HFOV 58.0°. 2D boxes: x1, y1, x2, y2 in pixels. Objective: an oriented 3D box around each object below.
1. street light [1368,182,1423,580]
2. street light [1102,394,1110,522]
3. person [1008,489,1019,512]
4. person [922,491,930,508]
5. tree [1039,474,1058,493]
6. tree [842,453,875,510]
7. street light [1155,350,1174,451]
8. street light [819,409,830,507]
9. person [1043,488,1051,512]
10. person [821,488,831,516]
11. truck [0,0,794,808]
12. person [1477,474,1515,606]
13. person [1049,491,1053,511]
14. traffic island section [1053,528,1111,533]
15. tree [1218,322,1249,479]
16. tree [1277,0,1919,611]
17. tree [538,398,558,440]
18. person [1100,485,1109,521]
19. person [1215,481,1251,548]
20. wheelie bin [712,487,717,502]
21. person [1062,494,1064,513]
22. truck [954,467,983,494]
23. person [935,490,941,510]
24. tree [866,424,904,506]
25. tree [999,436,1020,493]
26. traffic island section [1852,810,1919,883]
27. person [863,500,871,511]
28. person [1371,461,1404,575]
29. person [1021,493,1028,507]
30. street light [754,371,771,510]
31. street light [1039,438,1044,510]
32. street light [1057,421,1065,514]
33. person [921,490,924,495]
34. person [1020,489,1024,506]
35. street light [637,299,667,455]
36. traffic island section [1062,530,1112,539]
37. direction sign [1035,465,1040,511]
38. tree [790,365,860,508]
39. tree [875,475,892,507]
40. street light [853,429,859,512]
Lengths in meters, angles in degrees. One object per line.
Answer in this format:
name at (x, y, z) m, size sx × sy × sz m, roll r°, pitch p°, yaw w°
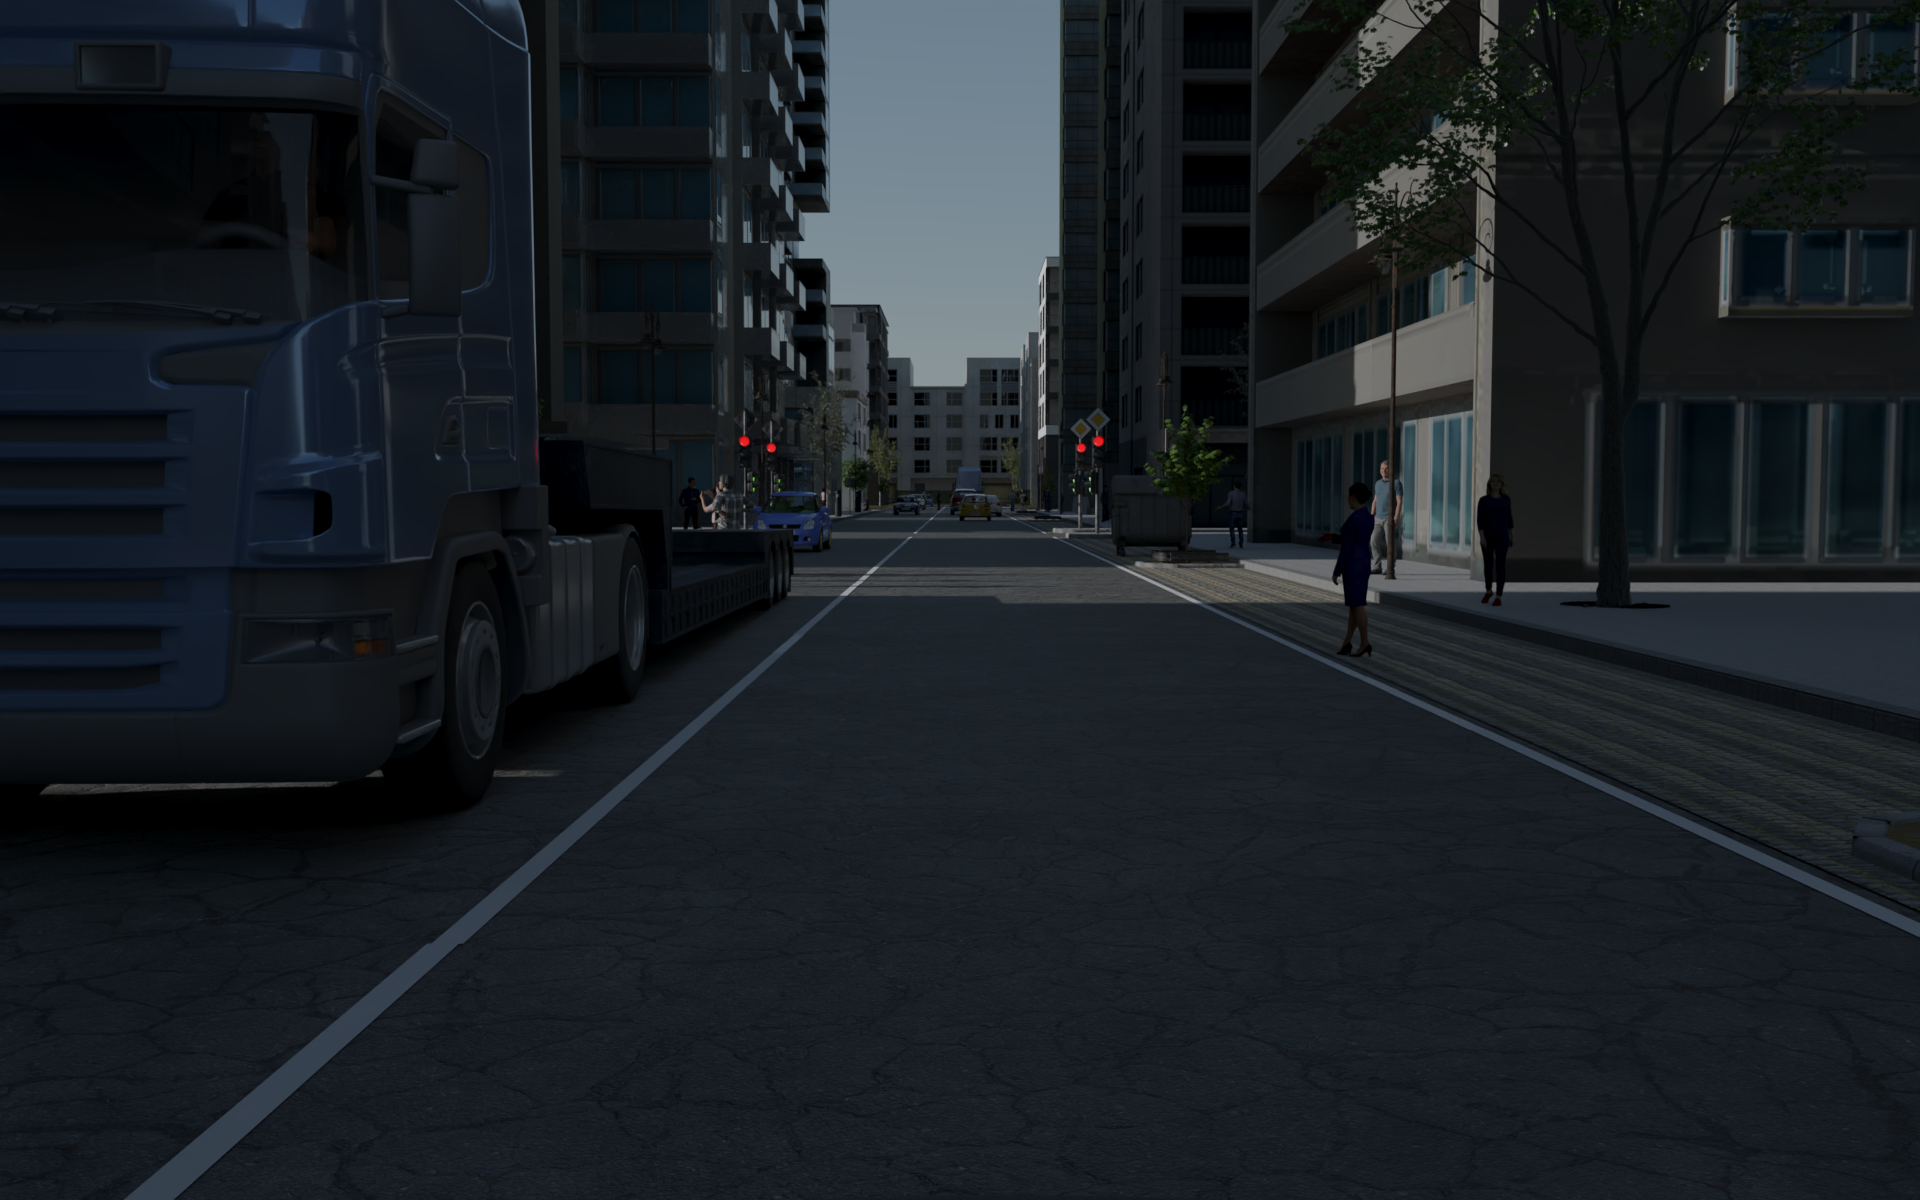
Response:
street light at (6.467, -3.245, 25.842) m, size 0.468 × 5.910 × 1.993 m, roll 0°, pitch 3°, yaw 0°
street light at (6.524, -6.474, 78.642) m, size 0.468 × 5.910 × 1.993 m, roll 0°, pitch 3°, yaw 0°
person at (4.313, -8.107, 141.127) m, size 0.705 × 1.814 × 1.350 m, roll -3°, pitch 5°, yaw -39°
person at (-3.480, -10.062, 173.744) m, size 0.721 × 1.736 × 1.217 m, roll 3°, pitch 5°, yaw 42°
tree at (7.497, -9.193, 144.903) m, size 1.663 × 3.219 × 1.824 m, roll 0°, pitch 3°, yaw 0°
tree at (-8.364, -9.403, 137.450) m, size 4.285 × 4.588 × 4.351 m, roll 0°, pitch 3°, yaw 0°
street light at (6.575, -5.079, 55.827) m, size 0.468 × 5.910 × 1.993 m, roll 0°, pitch 3°, yaw 0°
street light at (-7.370, -7.441, 94.452) m, size 0.468 × 5.910 × 1.993 m, roll 0°, pitch 3°, yaw 0°
person at (6.087, -6.982, 121.120) m, size 0.541 × 1.710 × 0.530 m, roll 0°, pitch 4°, yaw -7°
person at (-7.994, -5.864, 103.377) m, size 0.566 × 1.644 × 0.517 m, roll -1°, pitch 4°, yaw -11°
truck at (-3.458, -1.536, 14.869) m, size 2.967 × 4.110 × 18.799 m, roll 0°, pitch 4°, yaw -1°
person at (6.177, -0.703, 20.081) m, size 0.480 × 1.512 × 0.613 m, roll -1°, pitch 4°, yaw -9°
person at (6.989, -7.723, 134.533) m, size 0.429 × 1.552 × 0.499 m, roll -1°, pitch 4°, yaw -16°
traffic island section at (4.490, -2.569, 64.289) m, size 2.009 × 0.180 × 2.903 m, roll 0°, pitch 3°, yaw 0°
tree at (10.152, -6.234, 52.283) m, size 4.360 × 8.622 × 3.978 m, roll 0°, pitch 3°, yaw 0°
tree at (7.478, -5.734, 19.500) m, size 9.928 × 11.665 × 9.643 m, roll 0°, pitch 3°, yaw 0°
tree at (-7.985, -2.206, 30.677) m, size 1.663 × 3.219 × 1.824 m, roll 0°, pitch 3°, yaw 0°
person at (6.907, -4.651, 82.906) m, size 0.431 × 1.722 × 0.655 m, roll 1°, pitch 4°, yaw 16°
person at (6.536, -2.015, 40.946) m, size 0.963 × 1.587 × 0.435 m, roll -1°, pitch 4°, yaw -22°
wheelie bin at (-7.068, -2.680, 51.726) m, size 0.693 × 1.594 × 0.980 m, roll 0°, pitch 4°, yaw -3°
person at (6.852, -6.487, 116.022) m, size 0.435 × 1.345 × 0.340 m, roll 3°, pitch 4°, yaw 38°
truck at (1.049, -10.905, 168.059) m, size 2.967 × 4.110 × 18.799 m, roll 0°, pitch 4°, yaw -1°
person at (-1.951, -9.028, 156.135) m, size 0.705 × 1.821 × 1.348 m, roll -1°, pitch 4°, yaw -18°
tree at (-8.256, -14.277, 183.786) m, size 4.737 × 8.622 × 4.395 m, roll 0°, pitch 3°, yaw 0°
tree at (6.946, -16.251, 216.065) m, size 4.737 × 8.622 × 4.395 m, roll 0°, pitch 3°, yaw 0°
traffic island section at (4.499, 1.006, 6.417) m, size 1.991 × 0.108 × 1.994 m, roll 0°, pitch 3°, yaw 0°
person at (-7.219, -7.257, 132.979) m, size 0.859 × 0.850 × 0.655 m, roll -3°, pitch 5°, yaw -45°
person at (6.709, -1.300, 27.422) m, size 0.434 × 1.807 × 0.598 m, roll -2°, pitch 4°, yaw -24°
person at (6.607, -10.355, 178.530) m, size 0.799 × 1.438 × 0.628 m, roll 1°, pitch 4°, yaw 12°
street light at (-7.395, -5.633, 64.884) m, size 0.468 × 5.910 × 1.993 m, roll 0°, pitch 3°, yaw 0°
street light at (6.486, -10.158, 138.872) m, size 0.468 × 5.910 × 1.993 m, roll 0°, pitch 3°, yaw 0°
street light at (6.380, -8.351, 109.333) m, size 0.468 × 5.910 × 1.993 m, roll 0°, pitch 3°, yaw 0°
person at (-3.872, -10.838, 185.723) m, size 1.348 × 1.821 × 0.705 m, roll 2°, pitch 4°, yaw 33°
person at (6.689, -10.982, 185.617) m, size 0.705 × 1.822 × 1.348 m, roll 1°, pitch 4°, yaw 16°
street light at (-7.304, -4.189, 41.271) m, size 0.468 × 5.910 × 1.993 m, roll 0°, pitch 3°, yaw 0°
traffic island section at (4.492, -2.081, 56.304) m, size 2.009 × 0.180 × 2.903 m, roll 0°, pitch 3°, yaw 0°
direction sign at (6.063, -8.727, 134.677) m, size 0.379 × 3.537 × 0.876 m, roll 0°, pitch 4°, yaw -3°
tree at (-7.636, -9.101, 99.169) m, size 4.360 × 8.622 × 3.978 m, roll 0°, pitch 3°, yaw 0°
tree at (-7.711, -11.095, 176.002) m, size 1.663 × 3.219 × 1.824 m, roll 0°, pitch 3°, yaw 0°
street light at (-7.464, -9.224, 123.604) m, size 0.468 × 5.910 × 1.993 m, roll 0°, pitch 3°, yaw 0°
